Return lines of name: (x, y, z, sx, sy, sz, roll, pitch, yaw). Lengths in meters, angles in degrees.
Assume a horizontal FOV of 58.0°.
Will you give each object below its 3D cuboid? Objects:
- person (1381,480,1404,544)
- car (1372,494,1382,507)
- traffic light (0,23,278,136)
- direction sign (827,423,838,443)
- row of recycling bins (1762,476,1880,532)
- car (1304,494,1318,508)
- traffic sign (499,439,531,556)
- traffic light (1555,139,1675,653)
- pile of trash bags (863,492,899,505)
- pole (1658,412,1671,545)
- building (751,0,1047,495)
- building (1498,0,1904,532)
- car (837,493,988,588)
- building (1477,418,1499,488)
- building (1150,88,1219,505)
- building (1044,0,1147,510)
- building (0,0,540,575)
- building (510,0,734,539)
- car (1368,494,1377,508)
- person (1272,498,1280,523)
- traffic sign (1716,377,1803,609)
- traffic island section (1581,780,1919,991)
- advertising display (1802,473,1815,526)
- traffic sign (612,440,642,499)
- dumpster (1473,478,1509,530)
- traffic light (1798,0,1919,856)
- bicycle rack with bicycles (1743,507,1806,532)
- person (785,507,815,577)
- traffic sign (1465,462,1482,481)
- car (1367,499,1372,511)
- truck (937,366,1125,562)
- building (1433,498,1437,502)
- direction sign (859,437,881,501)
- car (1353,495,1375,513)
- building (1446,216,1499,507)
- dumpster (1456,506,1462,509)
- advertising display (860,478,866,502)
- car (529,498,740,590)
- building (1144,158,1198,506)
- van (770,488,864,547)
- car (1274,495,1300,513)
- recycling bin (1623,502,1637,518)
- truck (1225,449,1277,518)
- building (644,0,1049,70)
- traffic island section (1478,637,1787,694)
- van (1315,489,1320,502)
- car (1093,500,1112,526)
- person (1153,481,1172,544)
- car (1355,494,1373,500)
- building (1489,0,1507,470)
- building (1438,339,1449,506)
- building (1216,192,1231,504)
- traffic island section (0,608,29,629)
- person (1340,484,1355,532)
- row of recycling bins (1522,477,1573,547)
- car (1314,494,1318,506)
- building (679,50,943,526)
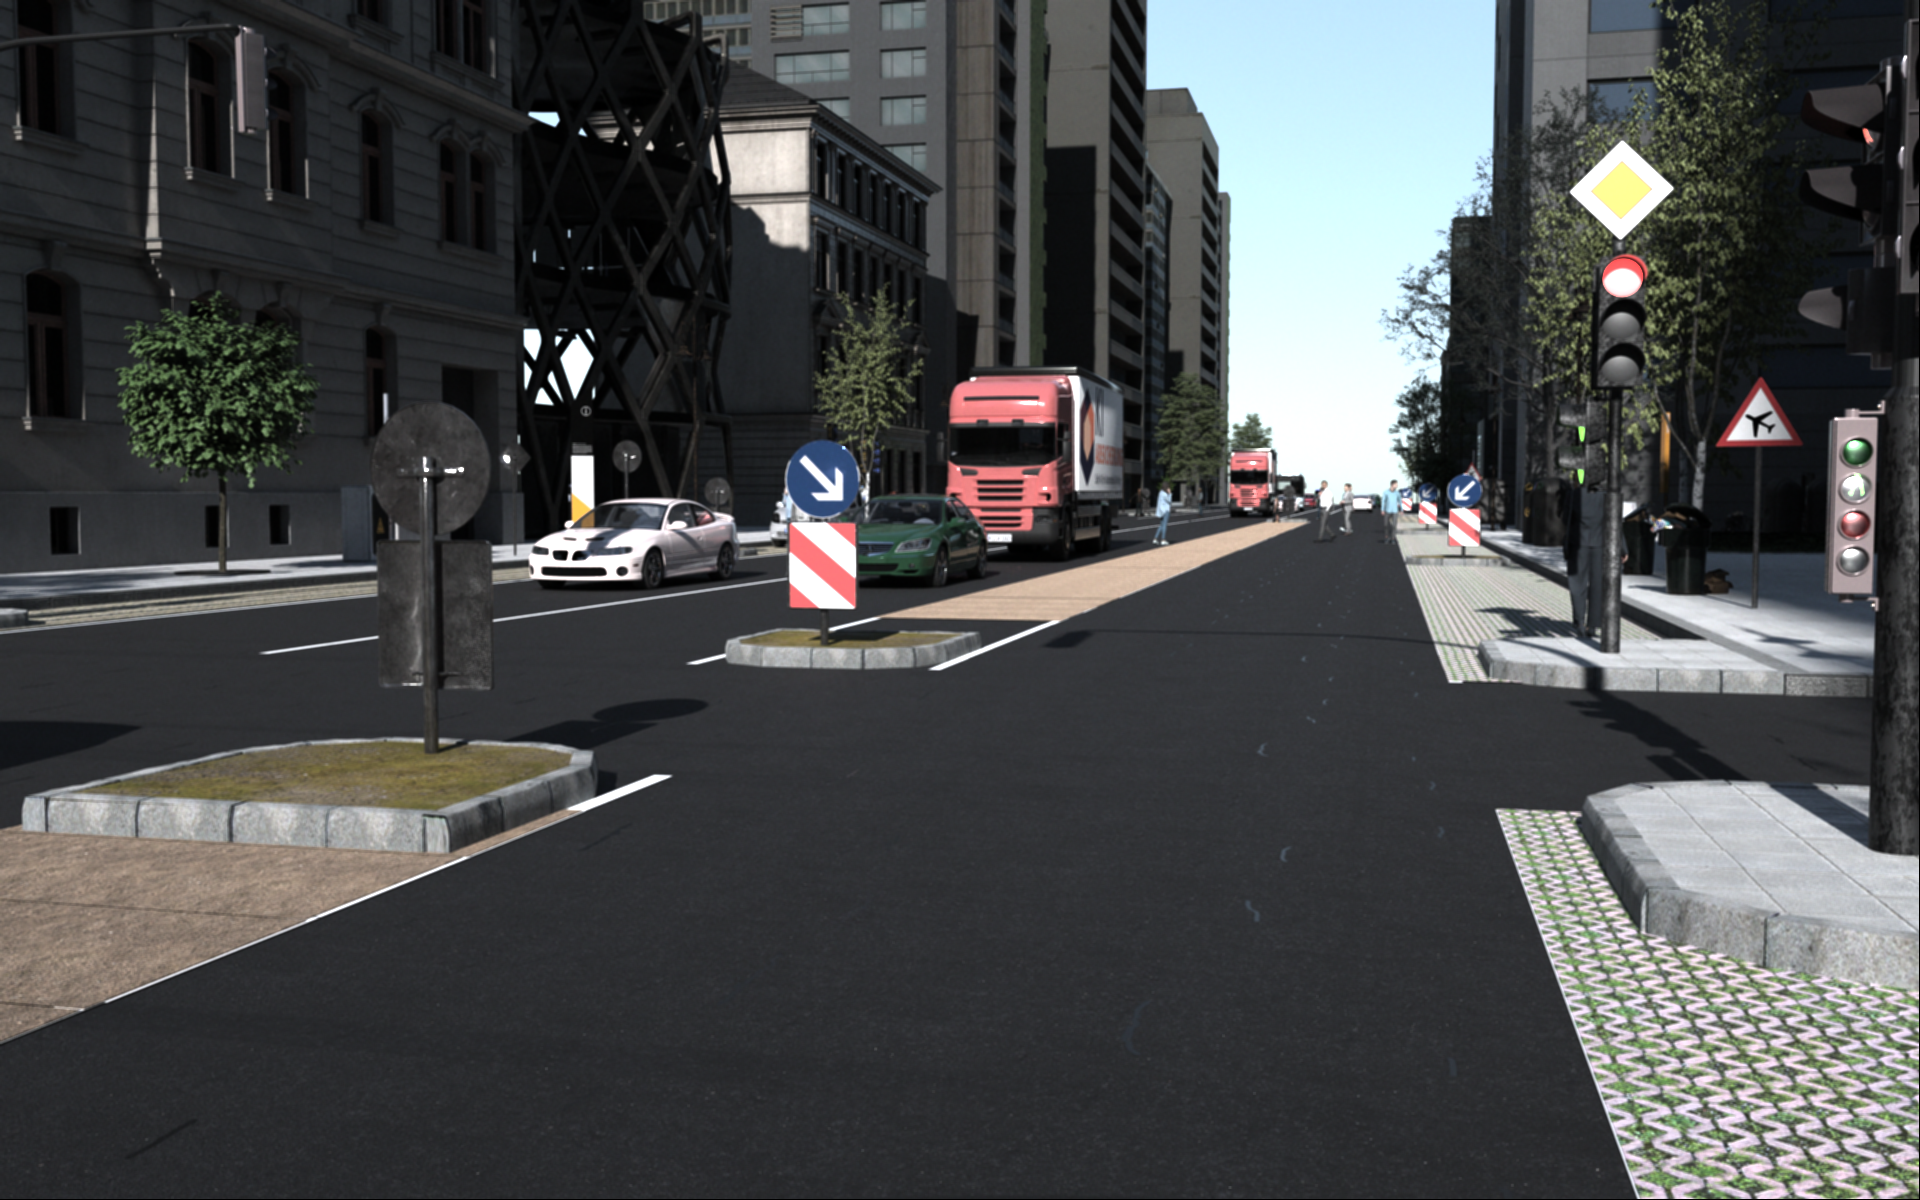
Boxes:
person: (12.534, -2.559, 50.206, 0.638, 1.841, 0.748, 1, 4, 16)
car: (44.910, -10.801, 188.386, 2.131, 1.459, 4.920, 1, 4, 15)
traffic light: (-9.140, -2.614, 17.411, 4.771, 5.953, 1.251, 1, 4, 14)
direction sign: (-4.081, -3.876, 55.369, 0.379, 3.537, 0.876, 1, 4, 17)
row of recycling bins: (20.634, -2.030, 40.302, 3.534, 1.692, 1.069, 1, 4, 15)
car: (34.828, -10.069, 173.668, 2.155, 1.783, 4.494, 1, 4, 13)
traffic sign: (-9.274, -2.132, 36.051, 0.795, 2.450, 0.064, 1, 4, 22)
traffic light: (5.246, -1.528, 13.912, 0.839, 4.253, 0.868, 1, 4, 14)
pile of trash bags: (-3.207, -3.467, 66.444, 1.912, 1.369, 3.447, 2, 4, 25)
pole: (17.583, -3.021, 43.233, 0.158, 3.312, 0.155, 0, 3, 0)
building: (-3.164, -25.473, 100.084, 14.154, 41.232, 14.086, 1, 4, 14)
building: (32.948, -32.239, 69.105, 21.231, 58.520, 28.212, 1, 4, 14)
car: (-0.798, -1.003, 28.198, 2.131, 1.459, 4.920, 1, 4, 13)
building: (54.071, -50.417, 136.988, 22.319, 86.520, 31.000, 1, 4, 14)
building: (19.912, -36.013, 212.519, 21.300, 48.544, 21.600, 1, 4, 14)
building: (3.270, -31.733, 142.537, 21.300, 48.544, 21.600, 1, 4, 14)
building: (-19.837, -15.099, 34.253, 14.401, 28.519, 23.554, 1, 4, 14)
building: (-16.091, -11.448, 54.635, 16.820, 18.784, 16.811, 1, 4, 14)
car: (42.026, -10.196, 178.712, 2.014, 1.417, 4.499, 1, 4, 12)
person: (15.792, -4.488, 86.552, 0.373, 1.253, 0.362, 2, 4, 31)
traffic sign: (8.907, -1.183, 19.342, 0.884, 2.594, 0.081, 1, 4, 22)
traffic island section: (3.399, 0.980, 6.256, 2.009, 0.180, 2.903, 1, 4, 14)
advertising display: (25.599, -2.881, 52.312, 0.123, 1.923, 0.974, 3, 5, 40)
traffic sign: (-7.880, -2.498, 40.944, 0.768, 2.556, 0.104, 1, 4, 18)
dumpster: (19.029, -3.448, 62.137, 1.264, 1.857, 1.865, 1, 4, 14)
traffic light: (1.308, -1.947, 6.504, 4.771, 5.953, 1.251, 1, 4, 14)
bicycle rack with bicycles: (22.839, -2.093, 47.606, 2.925, 0.926, 2.852, -1, 4, -13)
person: (-2.563, -1.178, 28.112, 0.624, 1.780, 0.694, -1, 4, -17)
traffic sign: (20.882, -4.326, 70.732, 0.884, 2.594, 0.081, 1, 4, 14)
car: (33.724, -8.183, 146.151, 2.083, 1.381, 4.827, 1, 4, 13)
truck: (1.887, -3.141, 40.268, 2.839, 4.237, 11.283, 1, 4, 12)
building: (78.069, -32.621, 225.241, 32.217, 40.220, 23.993, 1, 4, 14)
direction sign: (-3.597, -4.722, 69.196, 0.876, 3.537, 0.379, -1, 4, -20)
car: (31.199, -7.491, 134.832, 2.083, 1.381, 4.827, 1, 4, 14)
building: (58.159, -25.001, 180.467, 14.160, 30.474, 14.107, 1, 4, 14)
dumpster: (22.325, -4.284, 75.810, 1.264, 1.857, 1.865, 1, 4, 13)
advertising display: (-4.103, -4.021, 70.952, 0.974, 1.923, 0.123, -3, 4, -37)
car: (-5.086, -0.933, 27.614, 2.083, 1.381, 4.827, 1, 4, 15)
building: (9.659, -30.575, 191.775, 32.217, 40.220, 23.993, 1, 4, 14)
van: (-3.876, -2.470, 47.400, 2.013, 2.044, 4.112, 1, 4, 13)
car: (25.160, -7.407, 133.467, 2.083, 1.381, 4.827, 1, 4, 14)
recycling bin: (21.488, -2.677, 56.323, 0.722, 1.027, 0.722, -1, 4, -8)
truck: (18.479, -7.356, 109.182, 2.839, 4.237, 11.283, 1, 4, 13)
building: (-8.102, -26.296, 121.825, 32.217, 40.220, 23.993, 1, 4, 14)
traffic island section: (5.282, 0.505, 14.017, 2.009, 0.180, 2.903, 1, 4, 14)
van: (45.716, -13.087, 218.360, 2.240, 2.365, 5.245, 1, 4, 16)
car: (4.955, -3.545, 69.756, 2.131, 1.459, 4.920, 1, 4, 15)
person: (5.776, -2.482, 49.353, 0.793, 1.790, 0.793, 3, 5, 44)
car: (36.271, -8.972, 156.482, 2.009, 1.686, 4.222, 1, 4, 13)
building: (48.283, -31.775, 108.757, 28.713, 52.752, 27.495, 1, 4, 14)
building: (70.159, -21.705, 199.923, 27.650, 21.520, 28.899, 1, 4, 14)
building: (28.045, -33.390, 229.523, 14.154, 41.232, 14.086, 1, 4, 14)
traffic island section: (-11.230, 0.261, 18.014, 2.009, 0.180, 2.903, 1, 4, 14)
person: (14.833, -3.544, 66.456, 0.620, 1.820, 0.660, 3, 4, 38)
row of recycling bins: (14.881, -2.242, 43.765, 1.069, 1.692, 3.534, 1, 4, 12)
car: (42.583, -12.345, 210.638, 1.959, 1.807, 4.718, 1, 4, 15)
building: (-8.239, -13.021, 77.526, 10.561, 19.102, 19.286, 1, 4, 14)
